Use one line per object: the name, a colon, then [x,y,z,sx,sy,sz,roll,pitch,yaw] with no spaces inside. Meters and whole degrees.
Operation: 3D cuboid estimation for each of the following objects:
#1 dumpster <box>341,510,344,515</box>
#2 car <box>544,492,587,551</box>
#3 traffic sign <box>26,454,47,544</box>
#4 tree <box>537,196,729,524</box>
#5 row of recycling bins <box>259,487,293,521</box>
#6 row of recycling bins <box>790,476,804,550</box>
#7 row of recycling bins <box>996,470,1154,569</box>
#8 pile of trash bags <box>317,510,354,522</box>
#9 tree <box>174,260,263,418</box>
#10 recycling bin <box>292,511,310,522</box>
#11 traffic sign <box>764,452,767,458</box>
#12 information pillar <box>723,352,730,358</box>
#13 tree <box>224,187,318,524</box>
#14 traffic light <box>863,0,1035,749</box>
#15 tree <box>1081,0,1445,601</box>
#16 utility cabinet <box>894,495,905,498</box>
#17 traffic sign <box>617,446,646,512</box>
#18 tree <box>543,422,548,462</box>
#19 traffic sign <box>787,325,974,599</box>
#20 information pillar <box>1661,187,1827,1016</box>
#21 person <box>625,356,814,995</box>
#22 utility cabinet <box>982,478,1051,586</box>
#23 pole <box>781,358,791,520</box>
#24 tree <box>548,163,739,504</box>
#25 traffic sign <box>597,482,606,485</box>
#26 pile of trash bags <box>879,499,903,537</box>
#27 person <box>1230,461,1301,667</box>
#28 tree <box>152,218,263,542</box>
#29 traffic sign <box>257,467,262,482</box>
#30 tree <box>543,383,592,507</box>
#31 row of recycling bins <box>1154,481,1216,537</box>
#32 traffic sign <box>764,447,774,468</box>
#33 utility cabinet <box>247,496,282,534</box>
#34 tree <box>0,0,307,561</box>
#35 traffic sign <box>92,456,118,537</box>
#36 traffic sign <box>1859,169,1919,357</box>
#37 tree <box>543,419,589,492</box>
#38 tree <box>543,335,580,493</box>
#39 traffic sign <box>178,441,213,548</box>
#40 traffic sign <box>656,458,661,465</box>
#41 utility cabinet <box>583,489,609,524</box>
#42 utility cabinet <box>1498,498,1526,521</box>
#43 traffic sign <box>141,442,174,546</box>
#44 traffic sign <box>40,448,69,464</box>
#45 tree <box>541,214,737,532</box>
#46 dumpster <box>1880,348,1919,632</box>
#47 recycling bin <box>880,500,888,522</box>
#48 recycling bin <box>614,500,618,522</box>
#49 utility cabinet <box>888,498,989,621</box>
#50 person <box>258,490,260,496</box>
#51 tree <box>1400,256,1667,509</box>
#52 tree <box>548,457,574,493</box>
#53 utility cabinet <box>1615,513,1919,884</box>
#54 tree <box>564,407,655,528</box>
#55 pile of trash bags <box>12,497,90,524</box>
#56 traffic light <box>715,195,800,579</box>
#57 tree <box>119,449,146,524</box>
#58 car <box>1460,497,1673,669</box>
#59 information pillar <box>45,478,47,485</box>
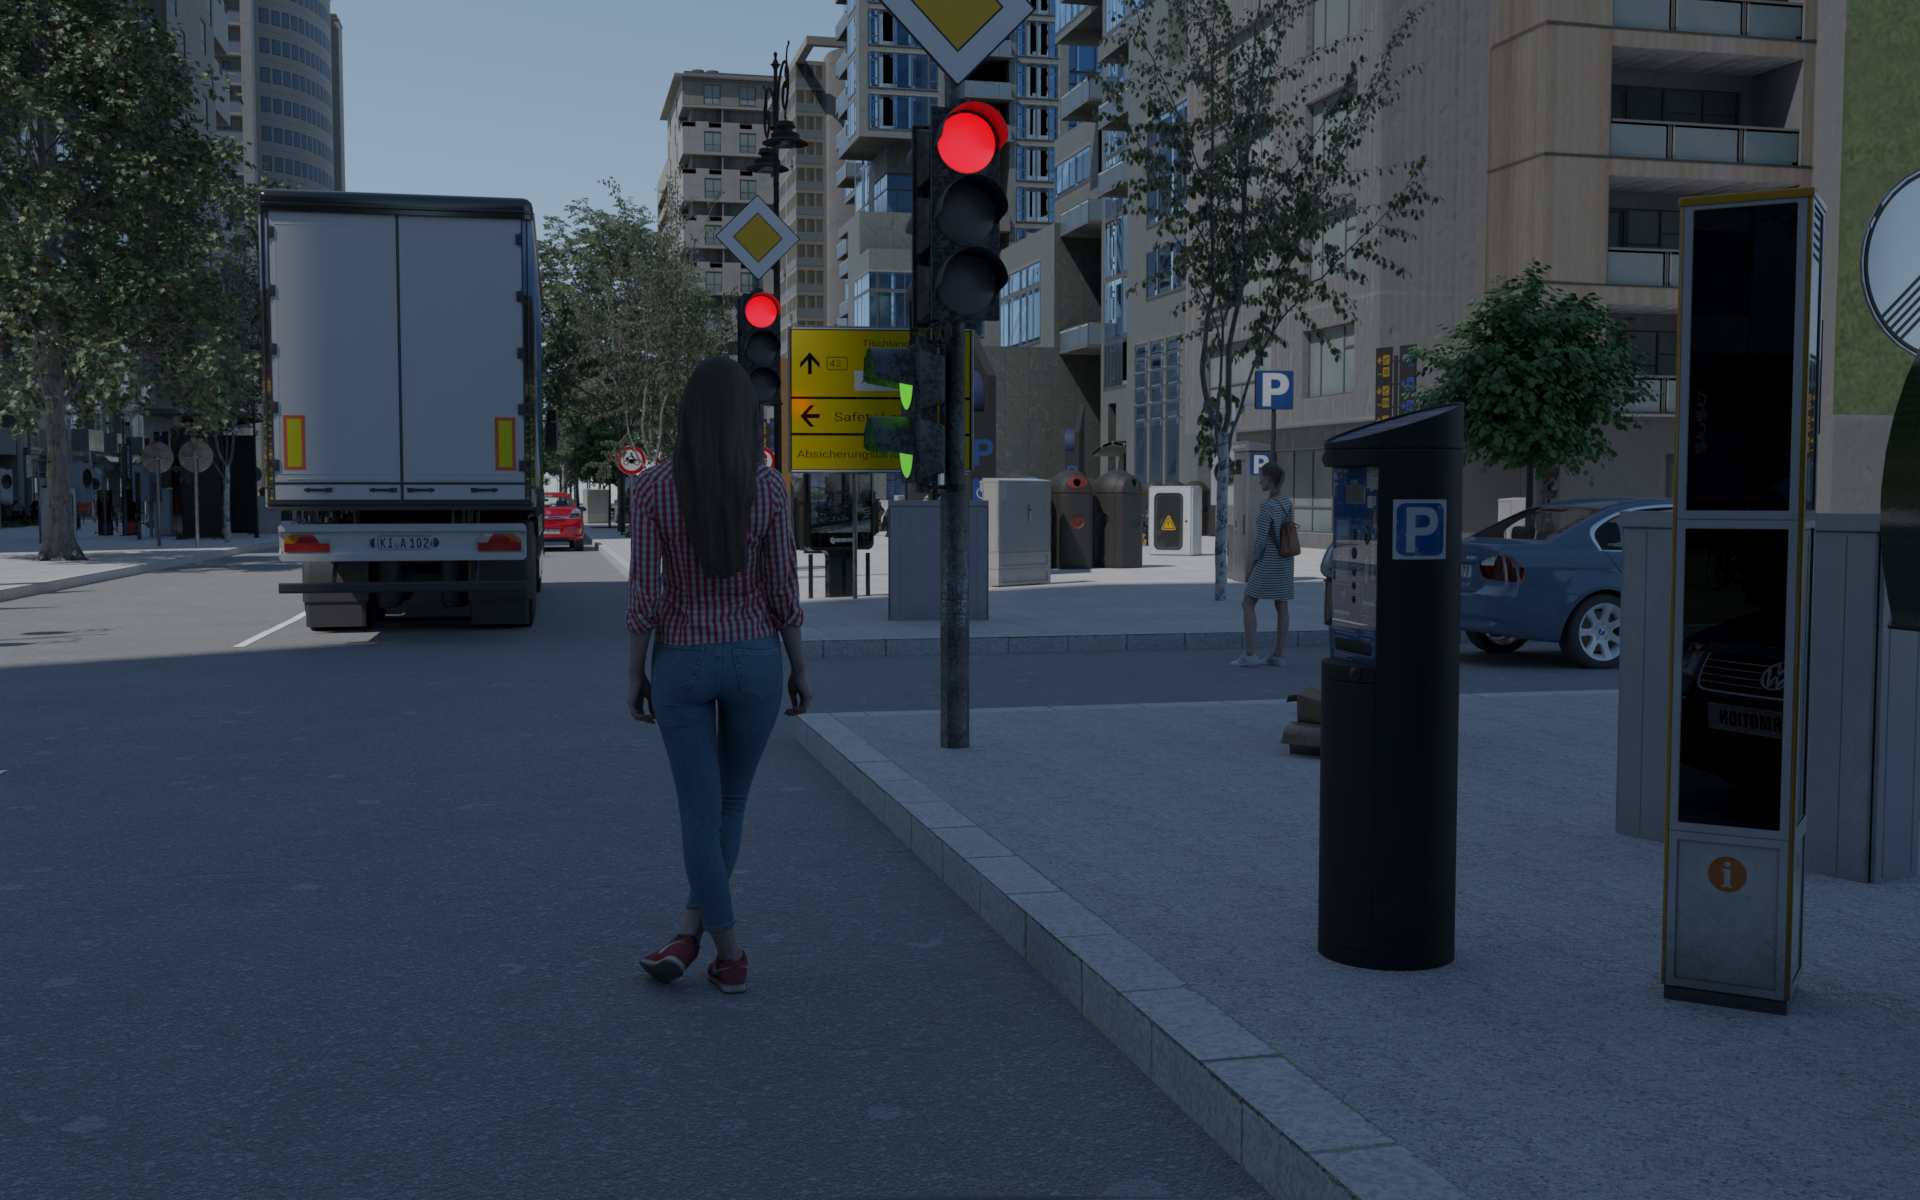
dumpster: [-29.886,-4.910,82.765,1.502,2.255,1.985,-1,4,-14]
car: [-10.722,-2.185,44.761,2.155,1.783,4.494,-1,4,-15]
traffic sign: [-23.666,-2.593,44.520,0.606,2.300,0.079,0,4,-6]
tree: [-14.433,-10.258,74.380,9.857,13.997,8.962,0,3,0]
row of recycling bins: [-32.579,-4.677,83.589,1.069,1.692,3.534,0,4,8]
row of recycling bins: [-3.792,-2.060,40.786,1.069,1.692,3.534,1,4,16]
row of recycling bins: [1.466,-1.378,29.644,3.534,1.692,1.069,-2,4,-24]
pile of trash bags: [-27.981,-4.177,78.046,1.912,1.369,3.447,-1,4,-21]
tree: [-23.715,-7.709,60.453,7.601,10.594,8.767,0,4,-7]
recycling bin: [-30.664,-4.177,80.842,0.722,1.027,0.722,0,4,8]
traffic sign: [-3.311,-1.576,25.771,0.884,2.594,0.081,-1,4,-11]
information pillar: [-3.765,-2.275,28.543,0.183,3.616,0.504,-2,4,-31]
tree: [-26.602,-9.795,70.512,12.009,13.543,11.850,0,3,0]
traffic light: [-0.045,-1.208,8.679,0.839,4.253,0.868,-1,4,-14]
tree: [3.375,-4.303,20.723,4.360,8.622,3.978,0,3,0]
utility cabinet: [-2.723,-4.410,83.272,0.306,1.237,1.020,3,5,39]
traffic sign: [-8.618,-2.776,45.497,0.768,2.556,0.104,-1,4,-9]
tree: [-27.801,-10.611,123.857,4.360,8.622,3.978,0,3,0]
traffic sign: [-0.960,-1.667,21.121,2.265,3.308,0.079,0,4,-7]
information pillar: [1.983,0.006,4.389,0.304,2.012,0.304,2,4,31]
person: [-0.688,0.214,5.012,0.555,1.821,0.388,-2,4,-26]
utility cabinet: [0.809,-0.955,24.285,0.318,1.500,1.173,3,5,40]
pole: [-2.654,-1.972,26.079,0.158,3.312,0.155,0,3,0]
tree: [-6.995,-5.433,39.189,4.360,8.622,3.978,0,3,0]
traffic sign: [-17.691,-5.254,85.900,0.884,2.594,0.081,-1,4,-10]
pile of trash bags: [-0.613,-2.550,51.445,3.447,1.369,1.912,3,5,40]
person: [2.596,-0.300,14.410,0.522,1.701,0.512,3,5,41]
tree: [-19.482,-5.845,45.932,4.360,8.622,3.978,0,3,0]
traffic sign: [-31.895,-4.775,78.176,0.768,2.556,0.104,0,4,-4]
tree: [-31.557,-13.224,141.969,9.928,11.665,9.643,0,3,0]
row of recycling bins: [6.989,-2.832,53.413,1.069,1.692,3.534,-3,5,-42]
traffic sign: [-5.313,-2.836,46.474,0.768,2.556,0.104,0,4,-4]
utility cabinet: [-22.444,-2.734,55.861,1.020,1.237,0.306,-2,4,-24]
tree: [-17.503,-7.109,33.240,9.611,12.733,9.660,0,3,0]
traffic sign: [-25.816,-3.125,52.280,0.795,2.450,0.064,-1,4,-13]
traffic sign: [3.817,-0.408,6.773,0.768,2.556,0.104,0,4,-8]
tree: [-52.628,-19.041,228.319,9.611,12.733,9.660,0,3,0]
tree: [-43.849,-20.833,196.513,12.611,20.169,13.585,0,3,0]
traffic sign: [-18.006,-2.491,40.834,0.768,2.556,0.104,-1,4,-11]
traffic sign: [-10.963,-3.854,63.013,0.884,2.594,0.081,-1,4,-12]
utility cabinet: [-15.530,-3.991,73.936,0.318,1.500,1.173,3,4,38]
utility cabinet: [9.603,-1.162,30.160,0.306,1.237,1.020,0,4,6]
traffic sign: [-19.673,-2.591,42.473,0.768,2.556,0.104,0,4,-4]
traffic sign: [-24.208,-2.824,46.281,0.768,2.556,0.104,0,4,-6]
tree: [-11.526,-7.594,58.578,8.767,10.594,7.601,-1,4,-14]
dumpster: [2.957,-0.034,3.050,1.502,2.255,1.985,-1,4,-14]
recycling bin: [-2.810,-3.552,70.627,0.722,1.027,0.722,-2,4,-28]
recycling bin: [-15.323,-4.064,79.007,0.722,1.027,0.722,-2,4,-31]
utility cabinet: [-0.222,-0.398,17.673,1.020,1.237,0.306,0,4,-2]
person: [-65.842,-9.426,162.625,0.705,1.823,1.348,-2,4,-30]
tree: [7.911,-2.452,23.810,4.285,4.588,4.351,0,3,0]
tree: [-49.847,-16.299,216.850,4.737,8.622,4.395,0,3,0]
utility cabinet: [2.859,0.306,6.162,0.306,1.237,1.020,-2,4,-31]
tree: [-13.266,-5.010,65.634,4.285,4.588,4.351,0,3,0]
pile of trash bags: [-38.762,-3.897,73.461,3.447,1.369,1.912,-2,4,-25]
traffic light: [-1.931,-1.683,16.439,0.839,4.253,0.868,-1,4,-14]
tree: [-35.329,-4.889,74.533,1.663,3.219,1.824,0,3,0]
car: [6.275,-0.198,15.246,4.499,1.417,2.014,-1,4,-14]
information pillar: [-27.331,-2.916,52.171,0.304,2.012,0.304,-3,4,-39]
